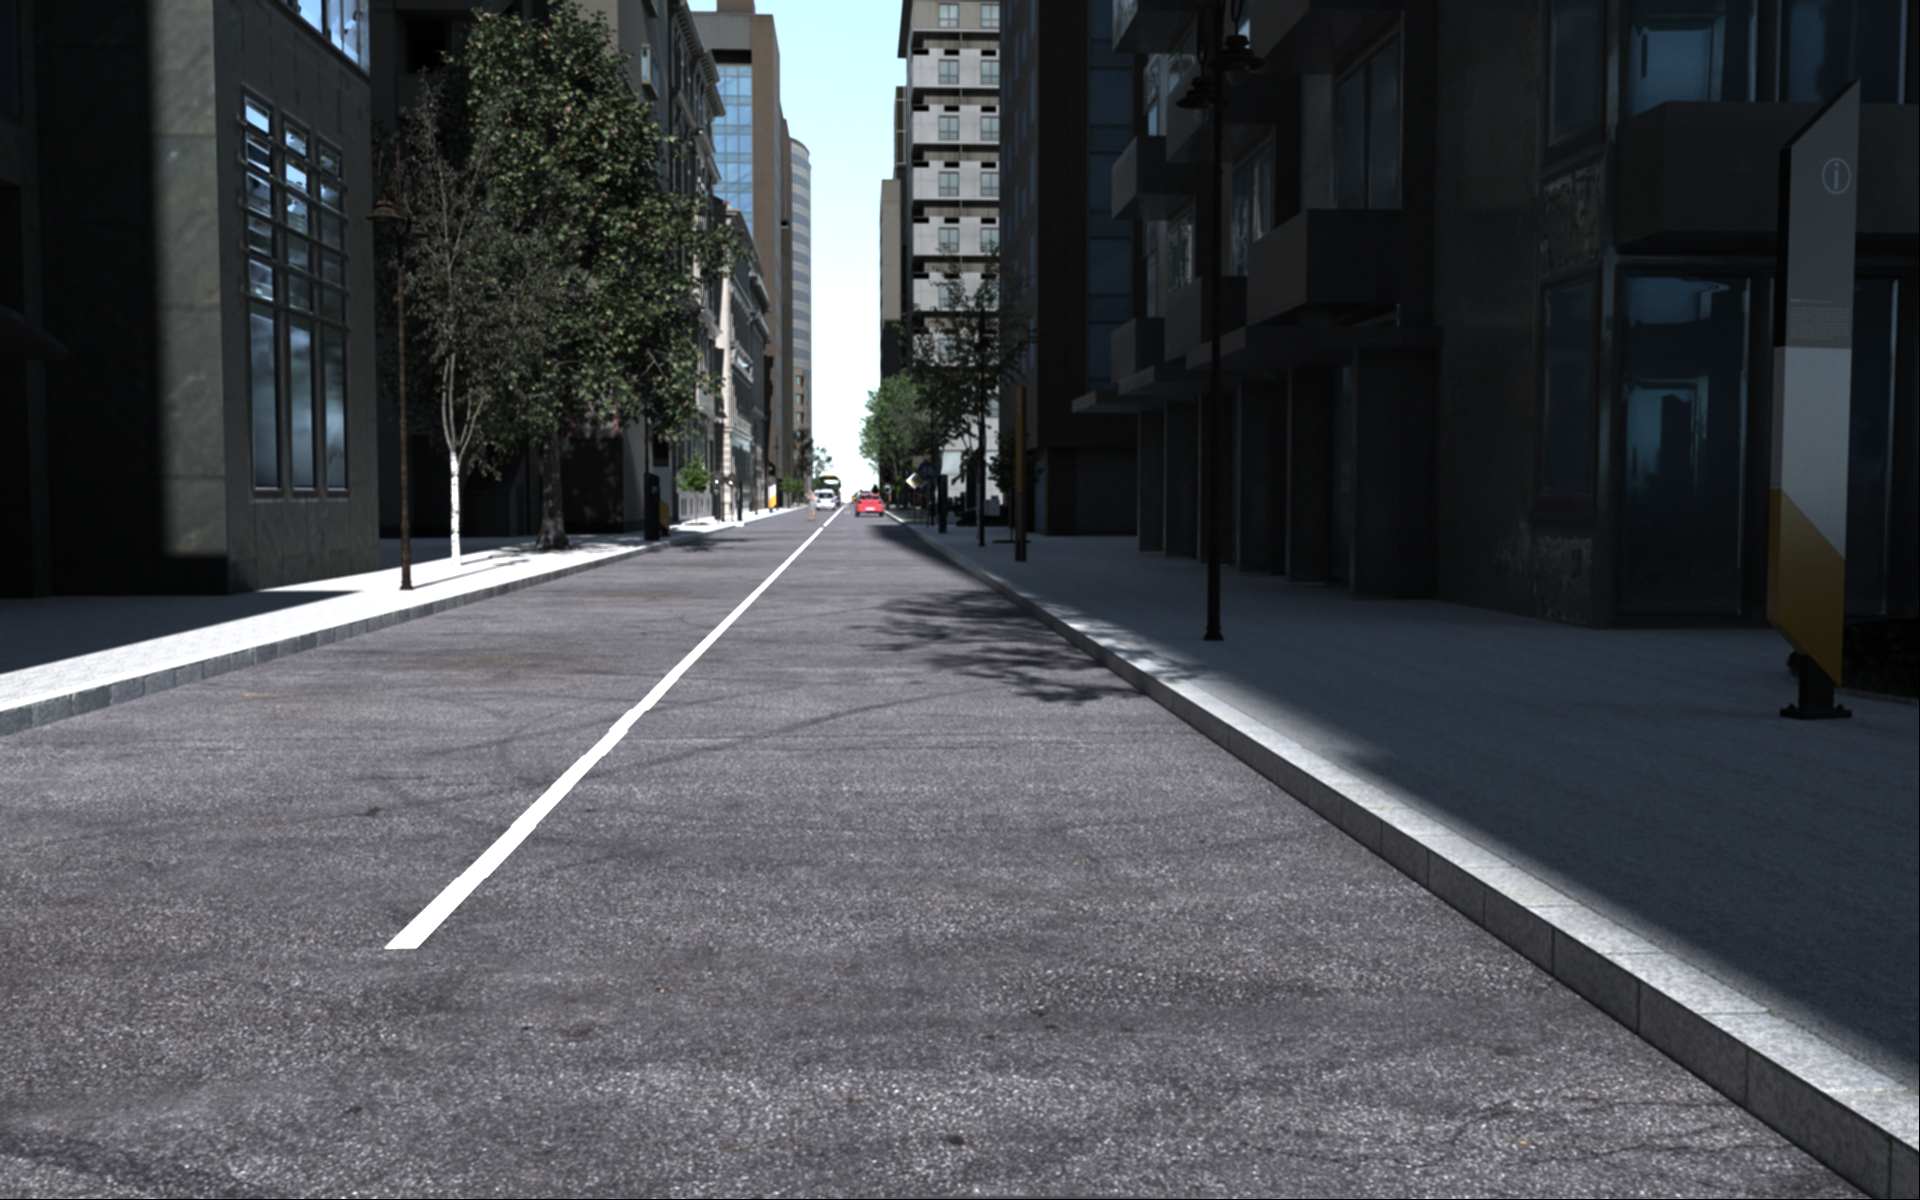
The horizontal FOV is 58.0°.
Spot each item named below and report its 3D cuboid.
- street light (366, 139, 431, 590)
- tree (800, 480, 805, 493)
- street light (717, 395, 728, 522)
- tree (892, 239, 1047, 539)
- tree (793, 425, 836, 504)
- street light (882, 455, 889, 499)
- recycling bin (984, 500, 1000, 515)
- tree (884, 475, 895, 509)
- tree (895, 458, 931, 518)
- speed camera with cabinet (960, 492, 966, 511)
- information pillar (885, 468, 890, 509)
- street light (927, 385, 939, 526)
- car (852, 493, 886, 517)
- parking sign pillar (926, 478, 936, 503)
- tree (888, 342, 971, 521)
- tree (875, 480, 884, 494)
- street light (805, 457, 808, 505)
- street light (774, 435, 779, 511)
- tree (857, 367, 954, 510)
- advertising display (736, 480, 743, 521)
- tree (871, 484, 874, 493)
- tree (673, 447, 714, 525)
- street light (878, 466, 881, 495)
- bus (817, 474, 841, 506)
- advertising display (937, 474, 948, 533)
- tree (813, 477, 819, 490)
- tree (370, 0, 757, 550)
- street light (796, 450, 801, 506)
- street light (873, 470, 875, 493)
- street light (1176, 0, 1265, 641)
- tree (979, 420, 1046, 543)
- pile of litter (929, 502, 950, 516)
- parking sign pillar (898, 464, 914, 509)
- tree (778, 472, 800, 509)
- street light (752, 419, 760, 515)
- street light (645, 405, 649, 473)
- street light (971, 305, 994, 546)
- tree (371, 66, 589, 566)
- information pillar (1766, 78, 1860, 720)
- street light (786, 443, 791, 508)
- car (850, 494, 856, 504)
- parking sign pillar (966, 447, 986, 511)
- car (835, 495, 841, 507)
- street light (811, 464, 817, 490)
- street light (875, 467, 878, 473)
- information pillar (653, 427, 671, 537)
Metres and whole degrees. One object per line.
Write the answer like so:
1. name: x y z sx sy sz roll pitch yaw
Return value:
1. street light: -7.421 -3.074 23.044 0.468 5.910 1.993 0 4 -3
2. tree: -17.547 -11.675 185.480 1.663 3.219 1.824 0 3 0
3. street light: -10.899 -6.528 79.517 0.468 5.910 1.993 0 4 -3
4. tree: 0.298 -6.060 49.439 4.737 8.622 4.395 0 3 0
5. tree: -20.709 -18.150 231.170 8.767 10.594 7.601 -1 4 -11
6. street light: -7.503 -12.474 176.730 0.468 5.910 1.993 0 4 -3
7. recycling bin: 1.356 -4.126 80.016 0.722 1.027 0.722 -3 4 -36
8. tree: -5.179 -9.510 150.083 1.663 3.219 1.824 0 3 0
9. tree: -2.396 -6.027 93.136 1.663 3.219 1.824 0 3 0
10. speed camera with cabinet: 0.603 -7.840 122.524 0.660 3.252 2.038 -1 4 -19
11. information pillar: -6.424 -9.918 153.518 0.504 3.616 0.183 -1 4 -10
12. street light: -1.126 -5.980 70.568 0.468 5.910 1.993 0 4 -3
13. car: -5.799 -6.225 110.812 2.155 1.783 4.494 0 4 -4
14. parking sign pillar: -2.725 -10.051 152.801 1.447 3.967 1.447 0 4 2
15. tree: -1.200 -8.124 83.191 4.360 8.622 3.978 0 3 0
16. tree: -8.343 -12.624 201.001 1.663 3.219 1.824 0 3 0
17. street light: -18.585 -14.485 209.615 0.468 5.910 1.993 0 4 -3
18. street light: -14.067 -9.813 133.237 0.468 5.910 1.993 0 4 -3
19. tree: -4.282 -13.111 140.124 9.928 11.665 9.643 0 3 0
20. advertising display: -10.509 -4.728 82.518 0.123 1.923 0.974 -1 4 -17
21. tree: -14.936 -18.990 305.089 1.663 3.219 1.824 0 3 0
22. tree: -10.992 -4.742 72.140 1.663 3.219 1.824 0 3 0
23. street light: -9.101 -14.120 203.655 0.468 5.910 1.993 0 4 -3
24. bus: -16.534 -13.988 220.252 2.896 3.916 12.252 0 4 -2
25. advertising display: -0.575 -3.181 57.224 0.123 1.923 0.974 1 4 13
26. tree: -25.688 -20.061 311.710 4.285 4.588 4.351 0 3 0
27. tree: -9.465 -7.502 39.671 9.611 12.733 9.660 0 3 0
28. street light: -17.049 -12.850 182.883 0.468 5.910 1.993 0 4 -3
29. street light: -12.433 -17.558 259.860 0.468 5.910 1.993 0 4 -3
30. street light: 2.230 -2.585 15.059 0.468 5.910 1.993 0 4 -3
31. tree: 1.382 -3.115 45.525 1.663 3.219 1.824 0 3 0
32. pile of litter: -1.306 -5.331 101.133 1.176 0.858 1.719 -3 4 -37
33. parking sign pillar: -4.485 -9.652 146.287 1.447 3.967 1.447 0 4 6
34. tree: -15.347 -9.678 152.828 1.663 3.219 1.824 0 3 0
35. street light: -12.516 -8.160 106.211 0.468 5.910 1.993 0 4 -3
36. street light: -9.002 -4.707 49.739 0.468 5.910 1.993 0 4 -3
37. street light: 0.541 -4.261 42.452 0.468 5.910 1.993 0 4 -3
38. tree: -8.820 -4.927 30.923 4.360 8.622 3.978 0 3 0
39. information pillar: 4.842 -1.130 9.825 0.504 3.616 0.183 -1 4 -18
40. street light: -15.441 -11.217 156.189 0.468 5.910 1.993 0 4 -3
41. car: -15.339 -15.159 258.078 2.015 1.641 3.980 0 4 -4
42. parking sign pillar: 0.885 -6.620 96.715 1.447 3.967 1.447 -2 4 -35
43. car: -14.598 -11.378 198.606 1.945 1.354 3.894 0 4 -4
44. street light: -20.284 -16.250 238.479 0.468 5.910 1.993 0 4 -3
45. street light: -10.737 -15.753 230.347 0.468 5.910 1.993 0 4 -3
46. information pillar: -9.013 -3.728 52.305 0.504 3.616 0.183 -1 4 -10
